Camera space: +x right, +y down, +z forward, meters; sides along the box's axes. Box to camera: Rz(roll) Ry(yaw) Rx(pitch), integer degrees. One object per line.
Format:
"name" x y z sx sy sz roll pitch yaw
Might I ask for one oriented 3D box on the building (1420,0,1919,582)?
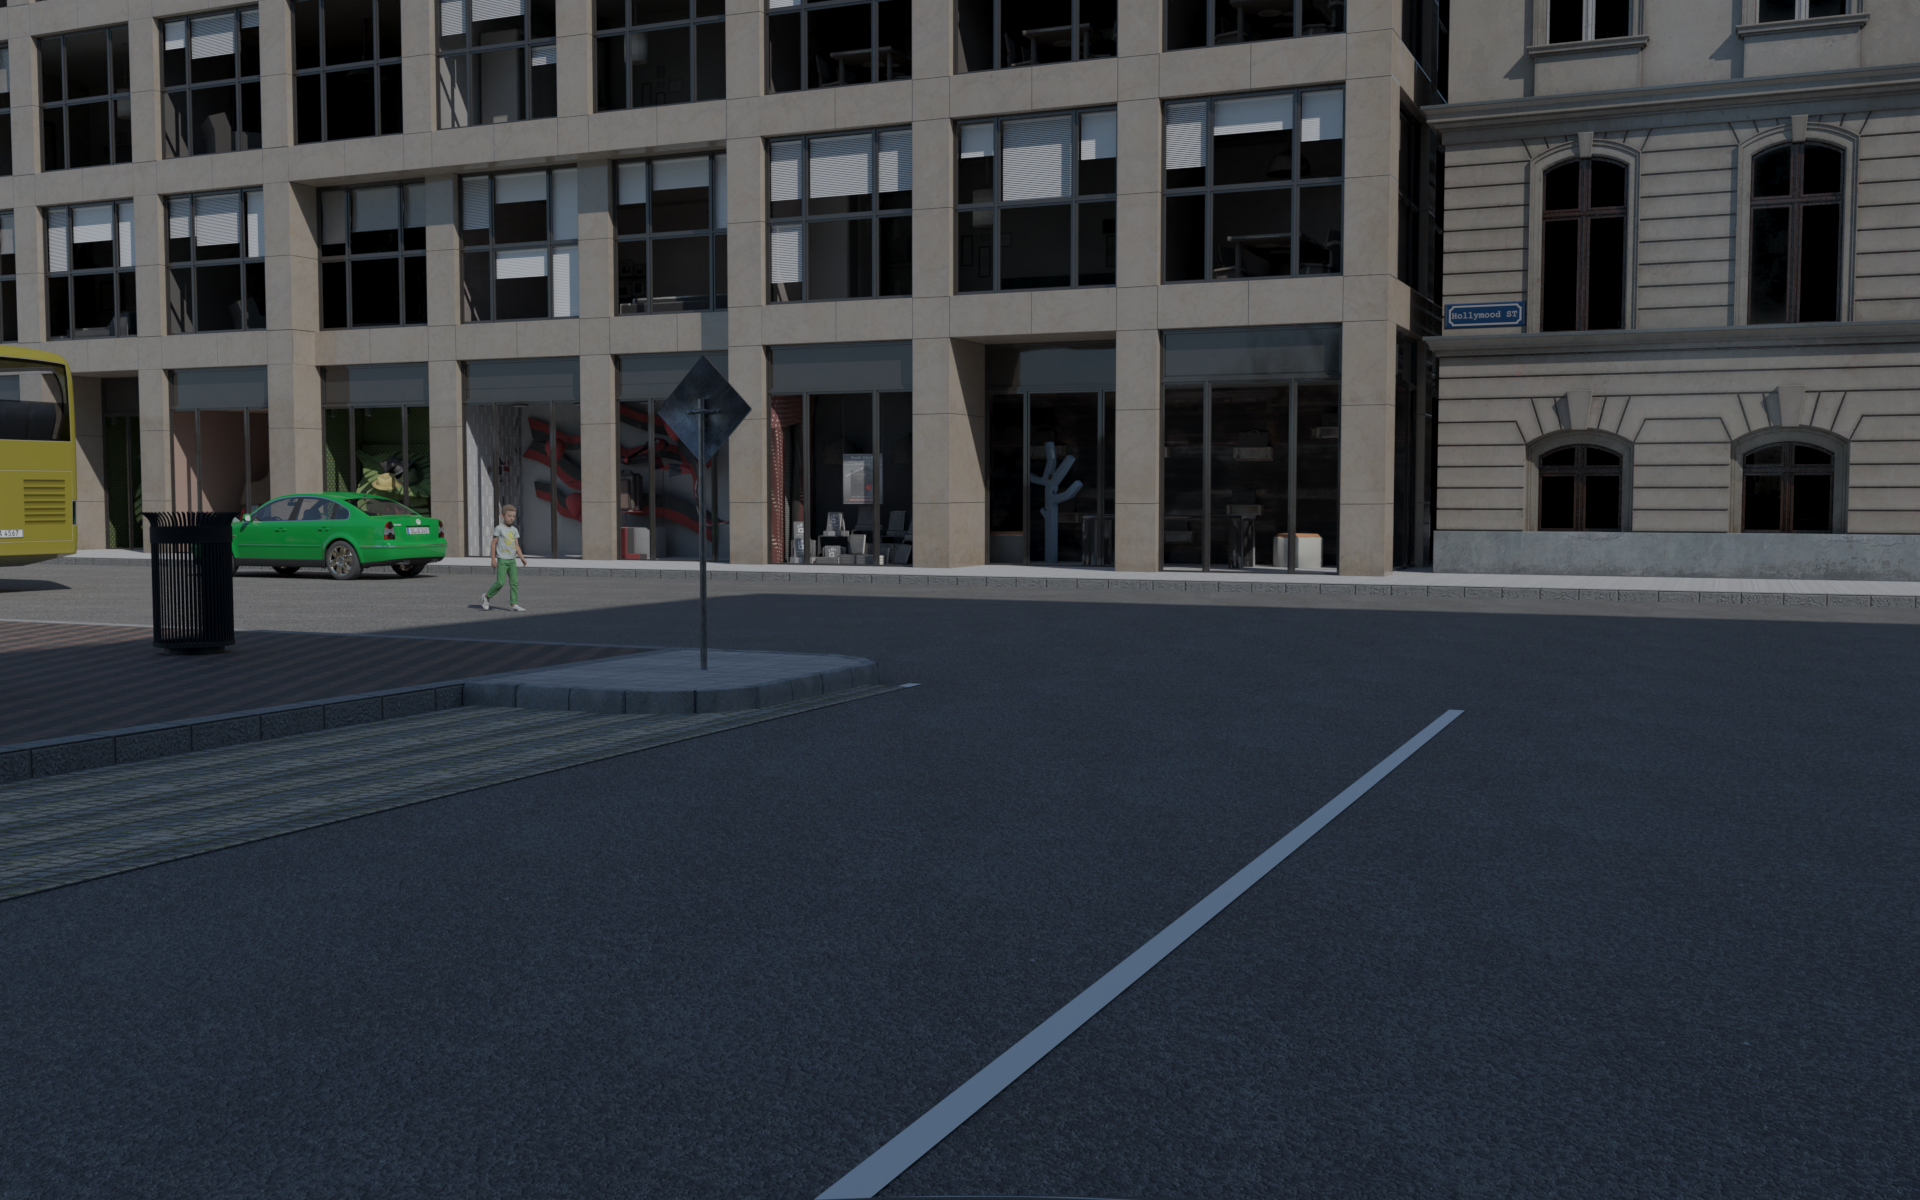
"building" 25.227 -12.604 25.154 34.723 24.649 14.460 2 4 24

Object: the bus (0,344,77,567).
"bus" -19.124 -2.159 26.846 12.252 3.916 2.896 2 4 23

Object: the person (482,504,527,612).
"person" -5.578 -0.515 21.170 0.590 1.304 0.306 1 4 21

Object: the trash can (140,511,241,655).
"trash can" -6.196 -0.143 13.986 0.748 1.137 0.748 0 3 0

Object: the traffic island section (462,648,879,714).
"traffic island section" -1.892 0.589 12.657 2.009 0.180 2.903 2 4 24

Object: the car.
"car" -11.162 -1.295 29.972 4.718 1.807 1.959 1 4 23

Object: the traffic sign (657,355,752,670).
"traffic sign" -1.867 -0.547 12.585 0.795 2.450 0.064 2 4 24

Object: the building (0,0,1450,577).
"building" -5.070 -14.507 41.700 34.151 26.468 19.350 2 4 24
